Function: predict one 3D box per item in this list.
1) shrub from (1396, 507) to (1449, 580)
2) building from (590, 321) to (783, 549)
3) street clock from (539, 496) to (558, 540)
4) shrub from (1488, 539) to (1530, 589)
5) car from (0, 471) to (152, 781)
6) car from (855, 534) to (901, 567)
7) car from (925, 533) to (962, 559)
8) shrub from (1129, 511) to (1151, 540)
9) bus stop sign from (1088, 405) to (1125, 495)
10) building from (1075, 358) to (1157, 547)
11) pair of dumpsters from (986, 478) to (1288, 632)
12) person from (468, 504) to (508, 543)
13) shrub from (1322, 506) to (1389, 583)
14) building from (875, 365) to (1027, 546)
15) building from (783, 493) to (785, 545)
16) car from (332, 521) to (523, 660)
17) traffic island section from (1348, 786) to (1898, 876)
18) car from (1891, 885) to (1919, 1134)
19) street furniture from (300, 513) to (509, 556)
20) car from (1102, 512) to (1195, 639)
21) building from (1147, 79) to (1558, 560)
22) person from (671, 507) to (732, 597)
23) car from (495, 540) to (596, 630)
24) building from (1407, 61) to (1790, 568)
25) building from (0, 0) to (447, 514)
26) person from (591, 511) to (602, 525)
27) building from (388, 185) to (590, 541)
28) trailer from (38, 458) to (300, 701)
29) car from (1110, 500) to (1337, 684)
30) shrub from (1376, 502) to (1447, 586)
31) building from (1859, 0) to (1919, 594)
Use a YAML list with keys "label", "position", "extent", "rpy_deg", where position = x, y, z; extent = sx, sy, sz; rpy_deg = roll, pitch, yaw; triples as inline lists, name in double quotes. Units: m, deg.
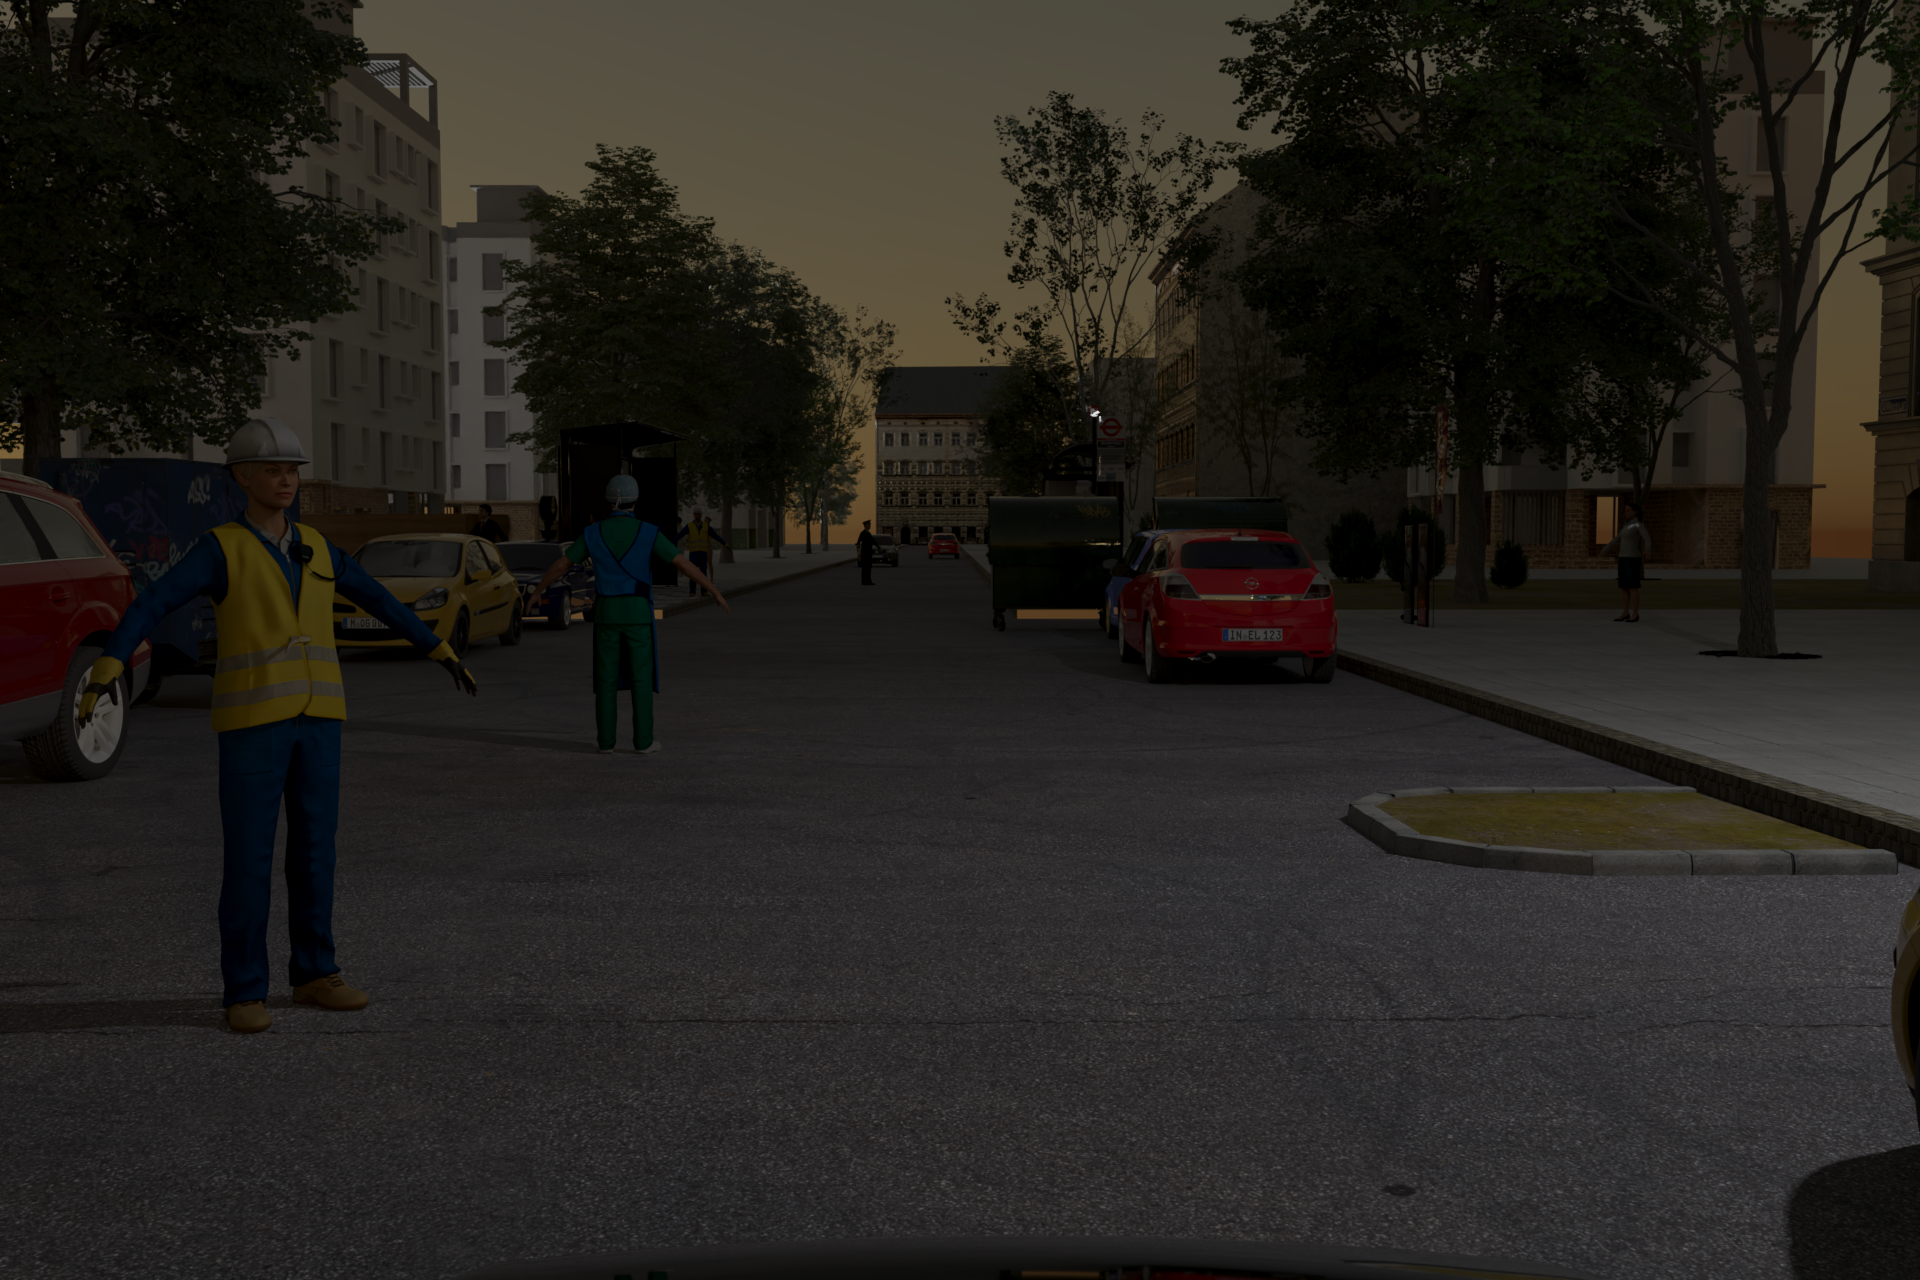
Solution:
- label: "shrub"
  position: [12.595, -2.637, 47.538]
  extent: [1.690, 2.028, 1.600]
  rpy_deg: [0, 3, 0]
- label: "building"
  position: [-26.193, -17.903, 159.166]
  extent: [16.747, 18.905, 31.486]
  rpy_deg: [0, 4, 0]
- label: "street clock"
  position: [-7.754, -1.719, 32.674]
  extent: [0.358, 2.002, 0.471]
  rpy_deg: [0, 4, 1]
- label: "shrub"
  position: [12.857, -1.800, 40.552]
  extent: [1.383, 1.207, 1.383]
  rpy_deg: [0, 3, 0]
- label: "car"
  position: [-6.017, 0.005, 8.592]
  extent: [2.281, 1.827, 5.304]
  rpy_deg: [0, 3, 0]
- label: "car"
  position: [-3.581, -4.046, 75.946]
  extent: [2.009, 1.686, 4.222]
  rpy_deg: [0, 4, -1]
- label: "car"
  position: [-0.956, -5.633, 101.136]
  extent: [2.155, 1.783, 4.494]
  rpy_deg: [0, 4, -2]
- label: "shrub"
  position: [5.368, -2.606, 46.653]
  extent: [1.661, 2.075, 1.752]
  rpy_deg: [0, 3, 0]
- label: "bus stop sign"
  position: [2.981, -2.880, 35.790]
  extent: [0.855, 3.939, 0.416]
  rpy_deg: [0, 4, 0]
- label: "building"
  position: [21.699, -19.307, 182.121]
  extent: [16.747, 18.905, 31.486]
  rpy_deg: [0, 4, -1]
- label: "pair of dumpsters"
  position: [2.600, -1.282, 25.918]
  extent: [4.436, 2.255, 1.574]
  rpy_deg: [0, 4, 0]
- label: "person"
  position: [-8.331, -1.477, 30.341]
  extent: [1.347, 1.806, 0.705]
  rpy_deg: [2, 4, 28]
- label: "shrub"
  position: [10.398, -2.516, 45.550]
  extent: [1.690, 2.028, 1.600]
  rpy_deg: [0, 3, 0]
- label: "building"
  position: [-0.753, -23.969, 225.277]
  extent: [18.063, 23.208, 19.493]
  rpy_deg: [0, 4, 5]
- label: "building"
  position: [-30.190, -22.416, 197.437]
  extent: [19.493, 23.208, 18.063]
  rpy_deg: [0, 3, 0]
- label: "car"
  position: [-6.520, -0.653, 20.908]
  extent: [2.015, 1.641, 3.980]
  rpy_deg: [0, 4, -1]
- label: "traffic island section"
  position: [2.929, 0.894, 8.252]
  extent: [1.991, 0.108, 1.994]
  rpy_deg: [0, 4, -1]
- label: "car"
  position: [2.849, 0.491, 2.189]
  extent: [2.015, 1.641, 3.980]
  rpy_deg: [0, 3, 0]
- label: "street furniture"
  position: [-14.231, -2.005, 39.633]
  extent: [9.812, 1.723, 11.010]
  rpy_deg: [1, 4, 14]
- label: "car"
  position: [2.861, -0.797, 22.616]
  extent: [1.945, 1.707, 3.694]
  rpy_deg: [0, 4, -1]
- label: "building"
  position: [20.735, -16.012, 92.717]
  extent: [19.493, 23.208, 18.063]
  rpy_deg: [0, 3, 0]
- label: "person"
  position: [-5.377, -1.813, 35.610]
  extent: [1.349, 1.833, 0.705]
  rpy_deg: [-1, 4, -21]
- label: "car"
  position: [-6.730, -0.885, 27.044]
  extent: [1.945, 1.354, 3.894]
  rpy_deg: [0, 4, -1]
- label: "building"
  position: [25.129, -13.410, 75.671]
  extent: [16.016, 20.090, 11.380]
  rpy_deg: [0, 4, 0]
- label: "building"
  position: [-26.333, -12.382, 58.869]
  extent: [16.016, 20.090, 11.380]
  rpy_deg: [0, 4, 0]
- label: "person"
  position: [-7.435, -1.734, 35.066]
  extent: [0.721, 1.740, 1.216]
  rpy_deg: [2, 4, 33]
- label: "building"
  position: [-27.987, -14.608, 95.255]
  extent: [16.016, 20.090, 11.380]
  rpy_deg: [0, 4, 0]
- label: "trailer"
  position: [-6.426, -0.410, 13.755]
  extent: [1.471, 1.999, 3.904]
  rpy_deg: [0, 4, 0]
- label: "car"
  position: [2.683, -0.553, 18.075]
  extent: [2.155, 1.783, 4.494]
  rpy_deg: [0, 3, 0]
- label: "shrub"
  position: [11.184, -2.374, 42.862]
  extent: [1.661, 2.075, 1.752]
  rpy_deg: [0, 3, 0]
- label: "building"
  position: [25.825, -12.391, 21.675]
  extent: [14.460, 24.649, 34.723]
  rpy_deg: [0, 4, 0]
